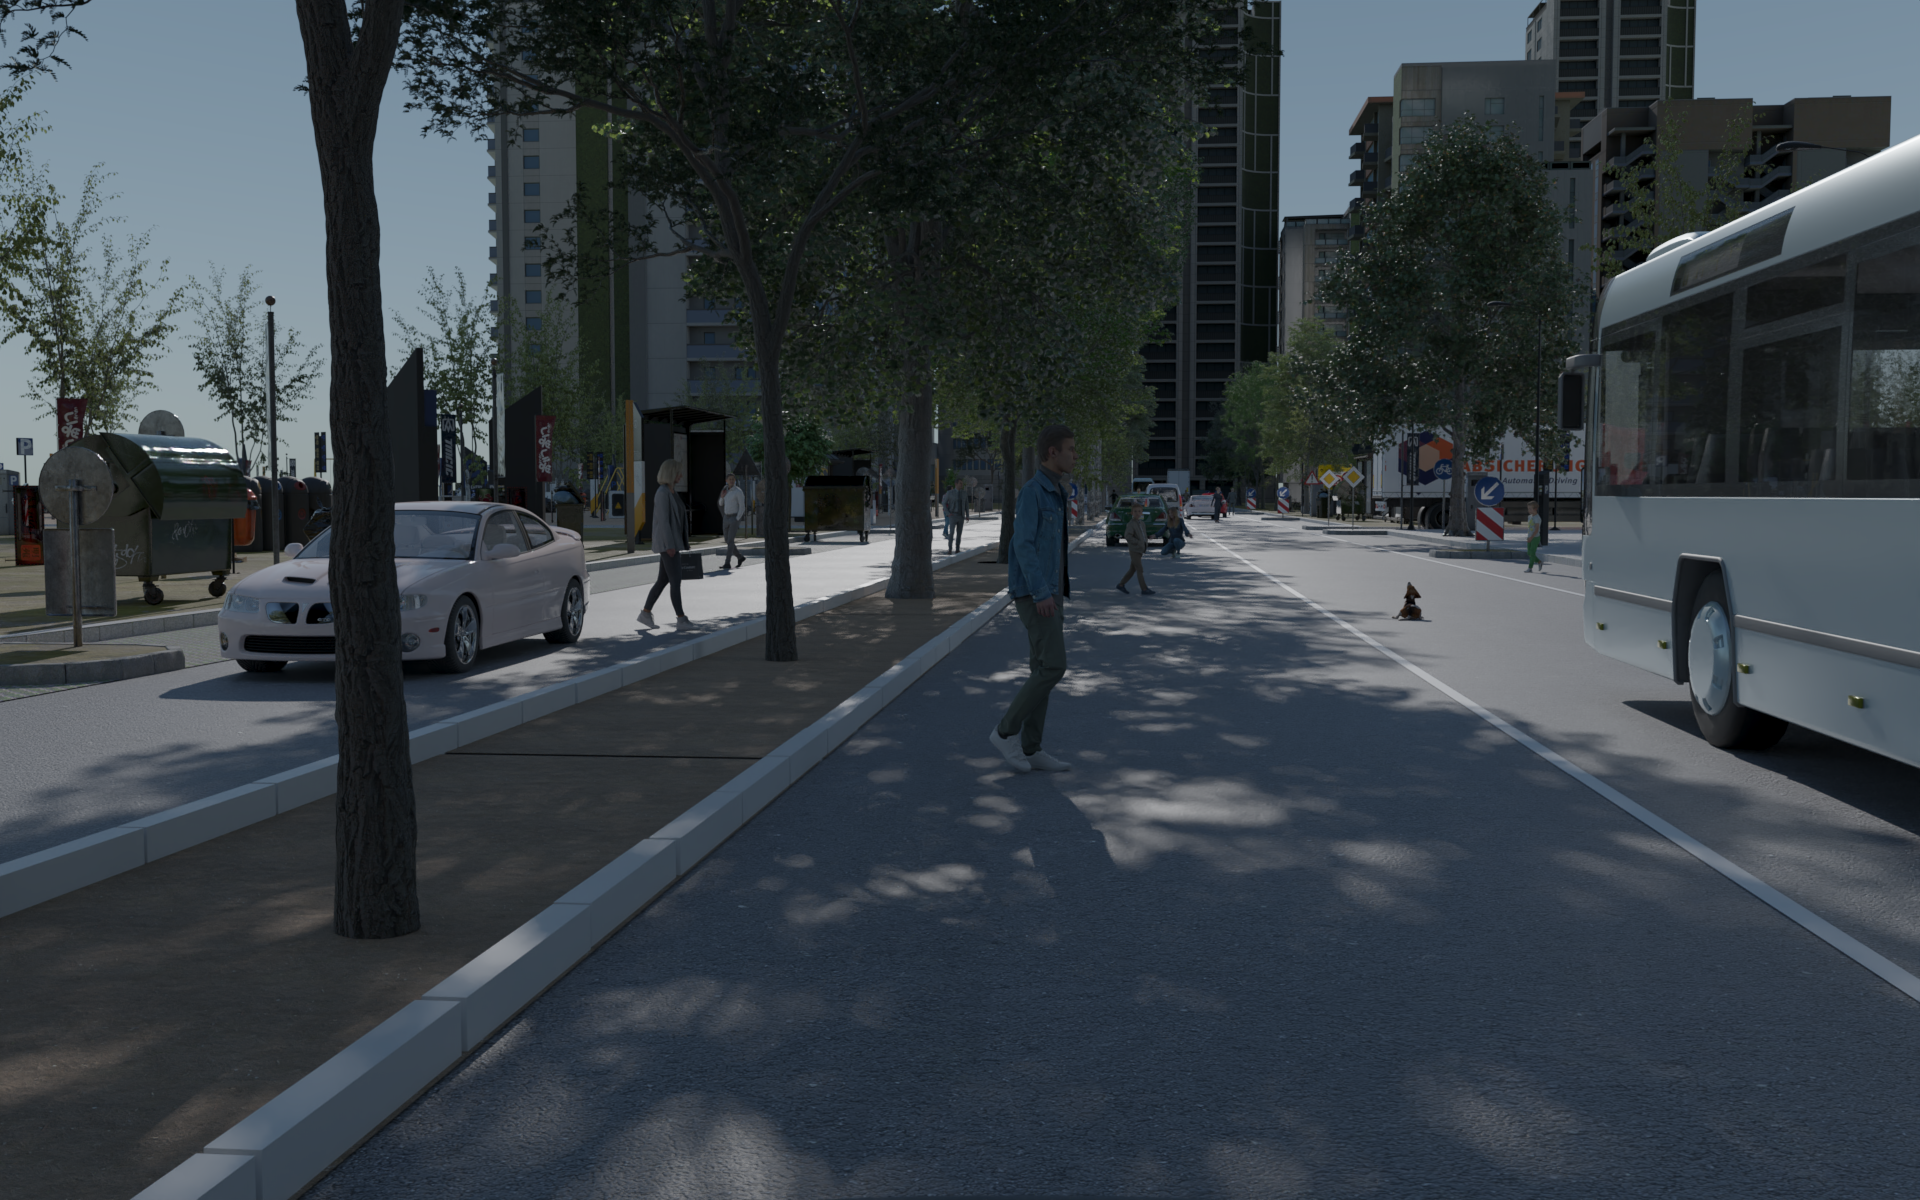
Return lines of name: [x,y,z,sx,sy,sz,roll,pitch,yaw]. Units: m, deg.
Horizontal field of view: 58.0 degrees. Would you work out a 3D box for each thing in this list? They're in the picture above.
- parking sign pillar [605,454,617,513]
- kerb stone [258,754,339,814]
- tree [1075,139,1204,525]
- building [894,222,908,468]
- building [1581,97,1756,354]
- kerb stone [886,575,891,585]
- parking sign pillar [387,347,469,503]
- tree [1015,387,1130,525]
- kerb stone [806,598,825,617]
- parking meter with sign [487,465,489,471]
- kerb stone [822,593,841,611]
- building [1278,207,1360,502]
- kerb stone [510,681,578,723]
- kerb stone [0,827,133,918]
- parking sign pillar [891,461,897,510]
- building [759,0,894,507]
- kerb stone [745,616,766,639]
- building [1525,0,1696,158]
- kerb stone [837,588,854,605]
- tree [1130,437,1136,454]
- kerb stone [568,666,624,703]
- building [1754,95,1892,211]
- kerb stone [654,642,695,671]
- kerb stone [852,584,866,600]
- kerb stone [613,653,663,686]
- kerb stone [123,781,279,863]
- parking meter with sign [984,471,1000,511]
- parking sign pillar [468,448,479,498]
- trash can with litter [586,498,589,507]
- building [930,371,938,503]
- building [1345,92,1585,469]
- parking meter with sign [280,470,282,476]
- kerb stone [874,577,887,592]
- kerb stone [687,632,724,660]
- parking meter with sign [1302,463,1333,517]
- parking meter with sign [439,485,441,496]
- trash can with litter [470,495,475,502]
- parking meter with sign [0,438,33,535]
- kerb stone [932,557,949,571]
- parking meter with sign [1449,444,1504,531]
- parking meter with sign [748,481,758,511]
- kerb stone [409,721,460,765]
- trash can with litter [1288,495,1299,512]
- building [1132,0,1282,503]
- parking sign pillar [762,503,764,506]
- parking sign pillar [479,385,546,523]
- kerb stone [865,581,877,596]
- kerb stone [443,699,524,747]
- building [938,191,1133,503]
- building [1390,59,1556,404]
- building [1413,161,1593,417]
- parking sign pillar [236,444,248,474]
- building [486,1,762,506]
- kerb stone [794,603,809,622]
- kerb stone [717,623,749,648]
parking sign pillar: [-23.229,-7.789,115.824,1.447,3.967,1.447,-1,4,-18]
kerb stone: [-3.039,0.856,8.199,0.120,0.150,1.000,0,4,6]
tree: [5.904,-14.381,93.473,12.611,20.169,13.585,0,3,0]
building: [-15.053,-46.531,199.038,20.611,71.187,20.563,0,4,6]
building: [77.961,-33.220,193.253,14.200,45.320,14.600,0,4,6]
kerb stone: [-1.127,-0.267,26.554,0.120,0.150,1.000,0,4,6]
parking sign pillar: [-10.331,-2.691,32.471,1.447,3.967,1.447,3,5,40]
tree: [4.686,-7.266,71.618,4.737,8.622,4.395,0,3,0]
kerb stone: [-1.769,0.108,20.428,0.120,0.150,1.000,0,4,6]
parking meter with sign: [-28.156,-6.477,102.156,0.543,3.016,1.738,1,4,12]
kerb stone: [-1.656,0.046,21.448,0.120,0.150,1.000,0,4,6]
building: [52.728,-34.413,246.238,14.086,41.232,14.154,0,4,6]
kerb stone: [-2.720,0.670,11.248,0.120,0.150,1.000,0,4,6]
kerb stone: [-3.246,0.981,6.164,0.120,0.150,1.000,0,4,6]
parking sign pillar: [-5.206,-9.435,142.741,1.447,3.967,1.447,1,4,10]
building: [-18.617,-37.911,161.844,21.231,58.520,28.212,0,4,6]
kerb stone: [-2.081,0.295,17.369,0.120,0.150,1.000,0,4,6]
building: [91.893,-49.310,244.473,20.611,71.187,20.563,0,4,6]
kerb stone: [-1.555,-0.016,22.465,0.120,0.150,1.000,0,4,6]
tree: [11.051,-10.796,129.328,4.737,8.622,4.395,0,3,0]
kerb stone: [-2.607,0.608,12.276,0.120,0.150,1.000,0,4,6]
building: [92.133,-33.159,192.256,14.200,45.320,14.600,0,4,6]
kerb stone: [-2.397,0.485,14.320,0.120,0.150,1.000,0,4,6]
kerb stone: [-1.446,-0.079,23.487,0.120,0.150,1.000,0,4,6]
kerb stone: [-2.498,0.544,13.299,0.120,0.150,1.000,0,4,6]
kerb stone: [-3.143,0.920,7.181,0.120,0.150,1.000,0,4,6]
parking meter with sign: [2.175,-8.374,133.172,1.738,3.016,0.543,0,4,5]
parking sign pillar: [-27.394,-6.692,97.891,1.447,3.967,1.447,1,4,10]
trash can with litter: [-29.085,-7.511,134.184,0.624,1.170,1.055,1,4,13]
building: [-16.080,-41.036,260.173,27.495,52.752,28.713,0,4,6]
building: [53.957,-32.639,188.279,22.147,44.769,28.867,0,4,6]
parking meter with sign: [-48.214,-7.898,125.396,1.738,3.016,0.543,-1,4,-9]
kerb stone: [-1.238,-0.204,25.524,0.120,0.150,1.000,0,4,6]
kerb stone: [-2.288,0.420,15.336,0.120,0.150,1.000,0,4,6]
parking meter with sign: [20.117,-6.186,97.396,1.738,3.016,0.543,1,4,14]
parking meter with sign: [-44.148,-9.278,147.952,1.738,3.016,0.543,-1,4,-17]
trash can with litter: [-24.294,-4.667,87.368,2.233,1.210,1.678,-1,4,-14]
parking meter with sign: [-29.717,-3.529,53.961,1.738,3.016,0.543,1,4,21]
kerb stone: [-0.386,-0.703,33.688,0.120,0.150,1.000,0,4,6]
parking meter with sign: [18.082,-3.940,60.674,1.738,3.016,0.543,0,4,8]
parking meter with sign: [-15.569,-8.217,130.600,0.543,3.016,1.738,1,4,9]
kerb stone: [-2.929,0.797,9.215,0.120,0.150,1.000,0,4,6]
trash can with litter: [23.196,-6.836,122.824,1.678,1.210,2.233,1,4,22]
building: [35.433,-49.629,249.680,20.611,71.187,20.563,0,4,6]
parking sign pillar: [-9.294,-5.972,86.121,1.447,3.967,1.447,-1,4,-9]
parking sign pillar: [-11.012,-3.339,43.066,1.447,3.967,1.447,0,4,-4]
kerb stone: [-1.339,-0.138,24.508,0.120,0.150,1.000,0,4,6]
kerb stone: [-2.825,0.732,10.232,0.120,0.150,1.000,0,4,6]
building: [11.184,-43.479,252.881,28.212,58.520,21.231,0,4,6]
building: [48.515,-29.591,167.399,14.154,41.232,14.086,0,4,6]
building: [46.995,-23.350,153.466,14.160,30.474,14.107,0,4,6]
parking sign pillar: [-38.383,-6.375,92.704,1.447,3.967,1.447,-2,4,-27]
building: [-39.476,-40.410,202.700,28.212,58.520,21.231,0,4,6]
kerb stone: [-1.870,0.171,19.407,0.120,0.150,1.000,0,4,6]
kerb stone: [-2.189,0.357,16.353,0.120,0.150,1.000,0,4,6]
